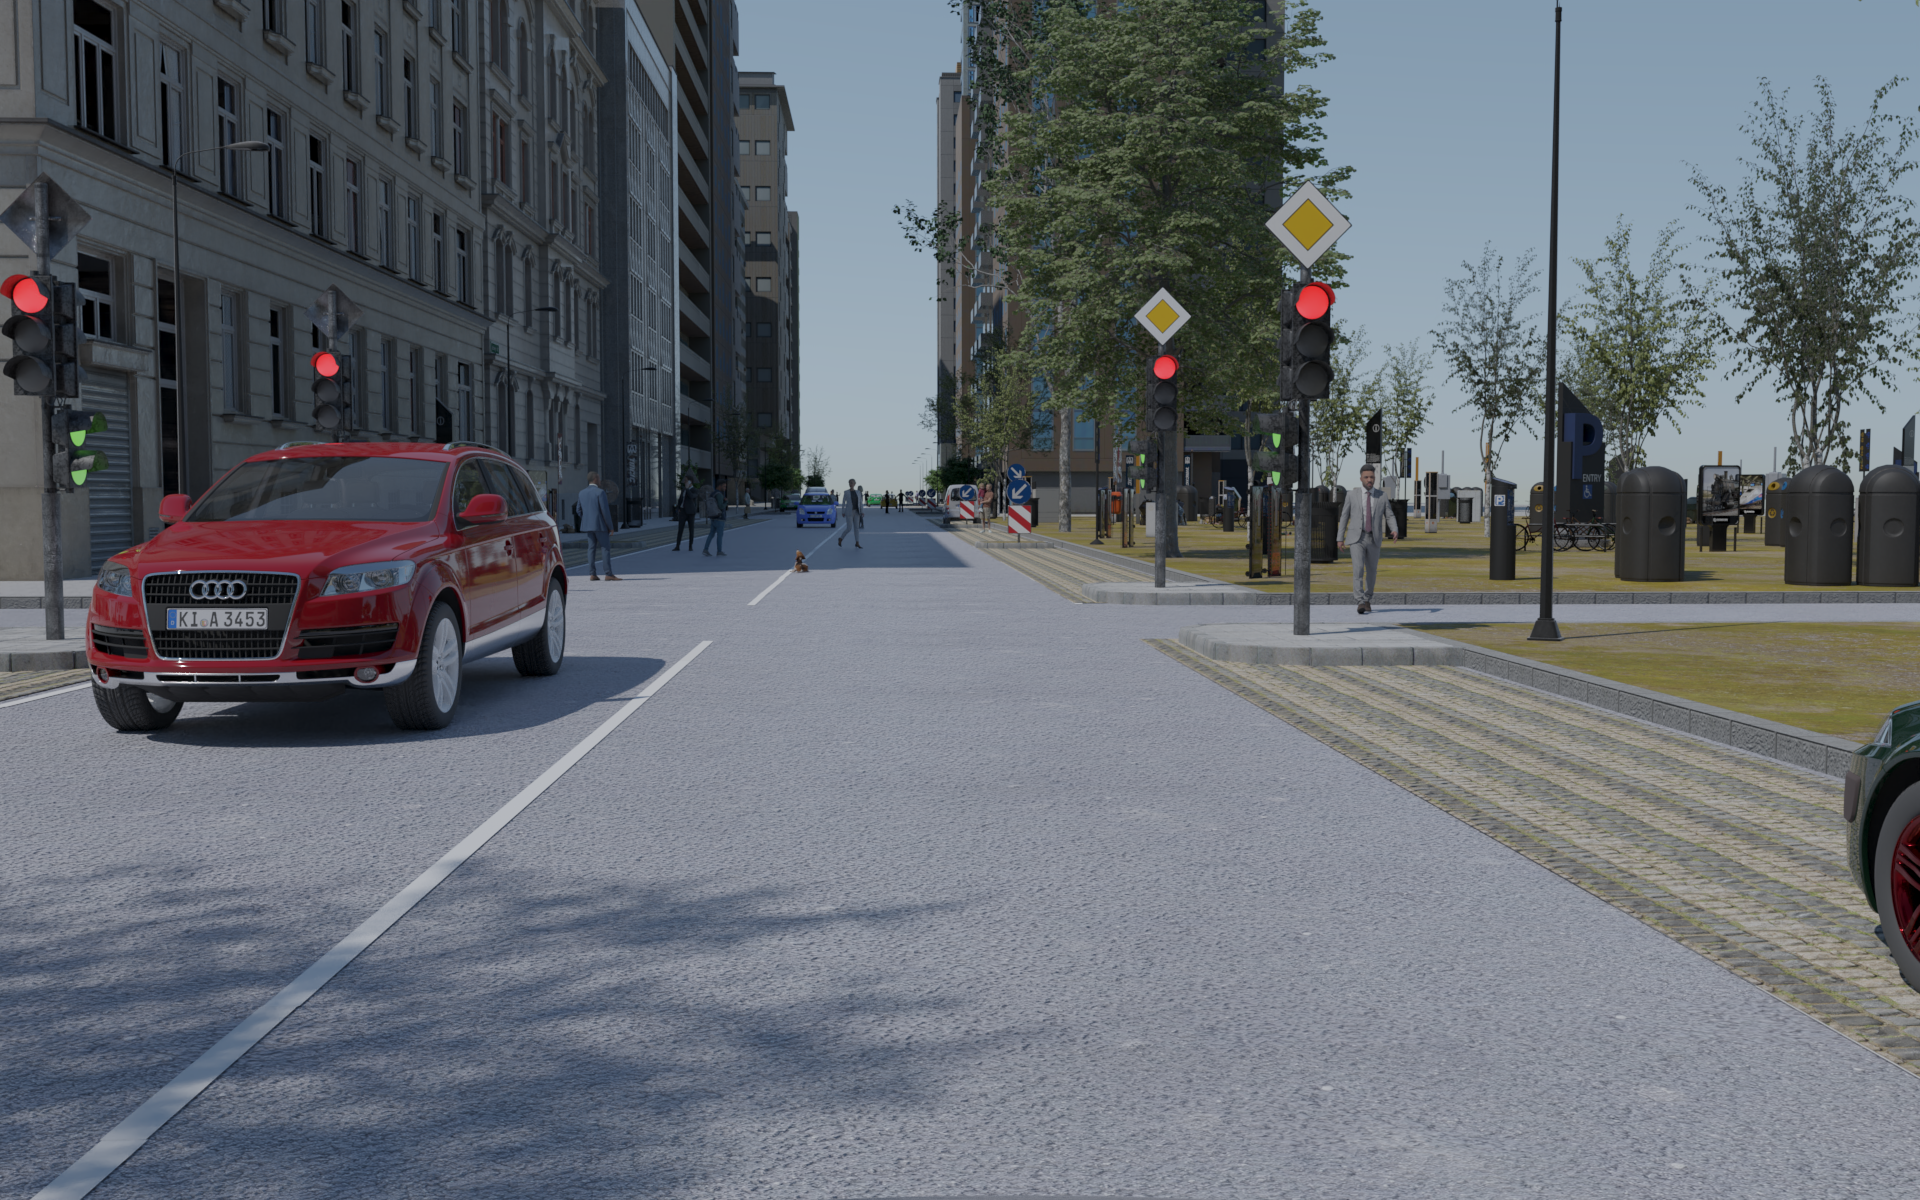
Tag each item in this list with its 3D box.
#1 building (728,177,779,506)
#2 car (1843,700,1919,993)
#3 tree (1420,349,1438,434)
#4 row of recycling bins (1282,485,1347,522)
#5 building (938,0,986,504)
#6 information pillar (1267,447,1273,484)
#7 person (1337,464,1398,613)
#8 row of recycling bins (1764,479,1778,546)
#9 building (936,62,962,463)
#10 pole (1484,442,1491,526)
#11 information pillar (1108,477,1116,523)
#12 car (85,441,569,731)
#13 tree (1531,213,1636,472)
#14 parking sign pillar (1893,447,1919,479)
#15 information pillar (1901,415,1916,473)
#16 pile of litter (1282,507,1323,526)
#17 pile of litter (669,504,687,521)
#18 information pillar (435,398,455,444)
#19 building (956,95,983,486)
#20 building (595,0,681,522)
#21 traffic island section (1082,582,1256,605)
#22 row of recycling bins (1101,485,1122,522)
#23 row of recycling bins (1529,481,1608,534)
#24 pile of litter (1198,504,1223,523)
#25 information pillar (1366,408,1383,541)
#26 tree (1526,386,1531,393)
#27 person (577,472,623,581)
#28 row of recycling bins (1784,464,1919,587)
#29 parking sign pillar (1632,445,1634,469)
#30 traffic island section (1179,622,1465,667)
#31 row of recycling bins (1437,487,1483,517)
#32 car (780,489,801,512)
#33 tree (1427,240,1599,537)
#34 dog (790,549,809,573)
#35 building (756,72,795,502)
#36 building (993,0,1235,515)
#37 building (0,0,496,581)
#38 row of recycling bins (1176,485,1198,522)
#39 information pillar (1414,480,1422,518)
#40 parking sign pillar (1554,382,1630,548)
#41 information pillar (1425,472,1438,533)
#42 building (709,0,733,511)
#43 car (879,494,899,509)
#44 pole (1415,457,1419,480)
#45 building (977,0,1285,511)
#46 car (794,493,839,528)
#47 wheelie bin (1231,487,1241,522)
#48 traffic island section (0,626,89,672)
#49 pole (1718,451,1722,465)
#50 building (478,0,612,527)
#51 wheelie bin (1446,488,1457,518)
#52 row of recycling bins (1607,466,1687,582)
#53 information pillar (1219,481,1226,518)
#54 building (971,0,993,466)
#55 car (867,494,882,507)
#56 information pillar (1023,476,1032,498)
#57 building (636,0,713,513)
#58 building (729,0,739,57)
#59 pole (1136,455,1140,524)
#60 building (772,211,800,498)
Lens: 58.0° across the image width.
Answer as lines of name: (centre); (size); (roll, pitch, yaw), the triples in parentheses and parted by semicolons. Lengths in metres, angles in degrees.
building: (-36.924, -30.761, 194.821); (32.217, 40.220, 23.993); (0, 4, -3)
car: (3.602, 0.377, 3.618); (2.009, 1.686, 4.222); (0, 4, -2)
tree: (20.561, -8.022, 81.519); (4.737, 8.622, 4.395); (0, 3, 0)
row of recycling bins: (16.119, -4.424, 79.449); (3.534, 1.692, 1.069); (3, 4, 39)
building: (8.967, -55.060, 212.902); (22.319, 86.520, 31.000); (0, 4, -3)
information pillar: (15.320, -5.738, 85.164); (0.504, 3.616, 0.183); (3, 5, 42)
person: (4.904, -0.740, 20.878); (0.678, 1.792, 0.850); (0, 4, 5)
row of recycling bins: (20.098, -2.095, 41.366); (1.069, 1.692, 3.534); (1, 4, 12)
building: (7.247, -42.929, 243.891); (21.231, 58.520, 28.212); (0, 4, -3)
pole: (20.865, -4.565, 68.480); (0.158, 3.312, 0.155); (0, 3, 0)
information pillar: (6.686, -4.377, 76.057); (0.304, 2.012, 0.304); (0, 4, -7)
car: (-4.169, -0.215, 12.194); (2.281, 1.827, 5.304); (0, 4, -1)
tree: (18.086, -5.858, 46.137); (4.737, 8.622, 4.395); (0, 3, 0)
parking sign pillar: (53.634, -6.713, 98.223); (1.447, 3.967, 1.447); (0, 4, 4)
information pillar: (28.060, -3.666, 51.288); (0.504, 3.616, 0.183); (-2, 4, -27)
pile of litter: (13.901, -3.441, 70.223); (1.176, 0.858, 1.719); (-2, 4, -31)
pile of litter: (-13.177, -4.158, 81.954); (1.176, 0.858, 1.719); (-1, 4, -12)
information pillar: (-12.516, -3.105, 42.125); (0.504, 3.616, 0.183); (1, 4, 20)
building: (6.739, -33.107, 191.412); (14.600, 45.320, 14.200); (0, 4, -3)
building: (-21.444, -16.499, 87.774); (12.078, 24.808, 19.932); (0, 4, -3)
traffic island section: (2.767, -0.090, 23.759); (2.009, 0.180, 2.903); (0, 4, -3)
row of recycling bins: (6.985, -4.462, 80.068); (1.069, 1.692, 3.534); (1, 4, 9)
row of recycling bins: (20.135, -3.040, 56.817); (1.069, 1.692, 3.534); (-2, 4, -27)
pile of litter: (11.390, -3.855, 76.997); (1.719, 0.858, 1.176); (0, 4, -4)
information pillar: (11.263, -3.410, 47.112); (0.183, 3.616, 0.504); (-3, 5, -42)
tree: (25.922, -7.443, 72.062); (4.737, 8.622, 4.395); (0, 3, 0)
person: (-5.987, -1.218, 28.595); (0.721, 1.800, 0.419); (1, 4, 20)
row of recycling bins: (13.451, -1.041, 24.128); (3.534, 1.692, 1.069); (1, 4, 11)
parking sign pillar: (36.309, -6.524, 95.141); (1.447, 3.967, 1.447); (1, 4, 22)
traffic island section: (3.134, 0.397, 15.783); (2.009, 0.180, 2.903); (0, 4, -3)
row of recycling bins: (28.370, -5.558, 97.985); (3.534, 1.692, 1.069); (-3, 4, -36)
car: (-13.371, -7.876, 137.569); (1.959, 1.807, 4.718); (0, 4, -2)
tree: (15.891, -6.166, 51.170); (4.360, 8.622, 3.978); (0, 3, 0)
dog: (-3.001, -0.709, 31.781); (0.550, 0.427, 0.748); (2, 4, 26)
building: (-35.856, -38.614, 220.578); (28.713, 52.752, 27.495); (0, 4, -3)
building: (9.527, -28.366, 113.893); (14.600, 45.320, 14.200); (0, 4, -3)
building: (-21.287, -12.562, 38.670); (16.112, 22.955, 30.059); (0, 4, -3)
row of recycling bins: (10.376, -4.605, 82.399); (1.069, 1.692, 3.534); (-1, 4, -11)
information pillar: (24.167, -5.319, 91.465); (0.304, 2.012, 0.304); (0, 4, -8)
parking sign pillar: (15.046, -3.272, 41.968); (1.447, 3.967, 1.447); (-2, 4, -33)
information pillar: (15.445, -3.196, 56.744); (0.304, 2.012, 0.304); (-1, 4, -11)
building: (-24.236, -29.120, 126.224); (14.600, 45.320, 14.200); (0, 4, -3)
car: (-6.901, -9.676, 168.418); (2.015, 1.641, 3.980); (0, 4, -3)
pole: (25.112, -6.199, 95.203); (0.158, 3.312, 0.155); (0, 3, 0)
building: (12.030, -42.346, 130.609); (20.563, 71.187, 20.611); (0, 4, -3)
car: (-6.196, -3.990, 74.833); (1.945, 1.707, 3.694); (0, 4, -4)
wheelie bin: (12.590, -4.407, 79.967); (0.693, 1.594, 0.980); (1, 4, 18)
traffic island section: (-7.996, 0.428, 15.277); (2.009, 0.180, 2.903); (0, 4, -3)
pole: (35.890, -5.384, 81.866); (0.158, 3.312, 0.155); (0, 3, 0)
building: (-21.700, -17.025, 65.752); (14.401, 28.519, 23.554); (0, 4, -3)
wheelie bin: (26.683, -5.265, 93.994); (0.693, 1.594, 0.980); (0, 4, 4)
row of recycling bins: (10.657, -1.200, 26.740); (1.069, 1.692, 3.534); (1, 4, 22)
information pillar: (14.309, -5.504, 94.478); (0.304, 2.012, 0.304); (2, 4, 34)
building: (12.497, -32.883, 157.249); (23.786, 49.044, 30.456); (0, 4, -3)
car: (-9.249, -11.121, 190.625); (1.959, 1.807, 4.718); (0, 4, -4)
information pillar: (2.788, -4.124, 71.912); (0.304, 2.012, 0.304); (-1, 4, -19)
building: (-27.262, -29.598, 107.631); (21.300, 48.544, 21.600); (0, 4, -3)
building: (-32.902, -34.079, 146.430); (28.713, 52.752, 27.495); (0, 4, -3)
pole: (7.619, -4.904, 74.028); (0.158, 3.312, 0.155); (0, 3, 0)
building: (-29.826, -34.219, 243.082); (14.154, 41.232, 14.086); (0, 4, -3)
